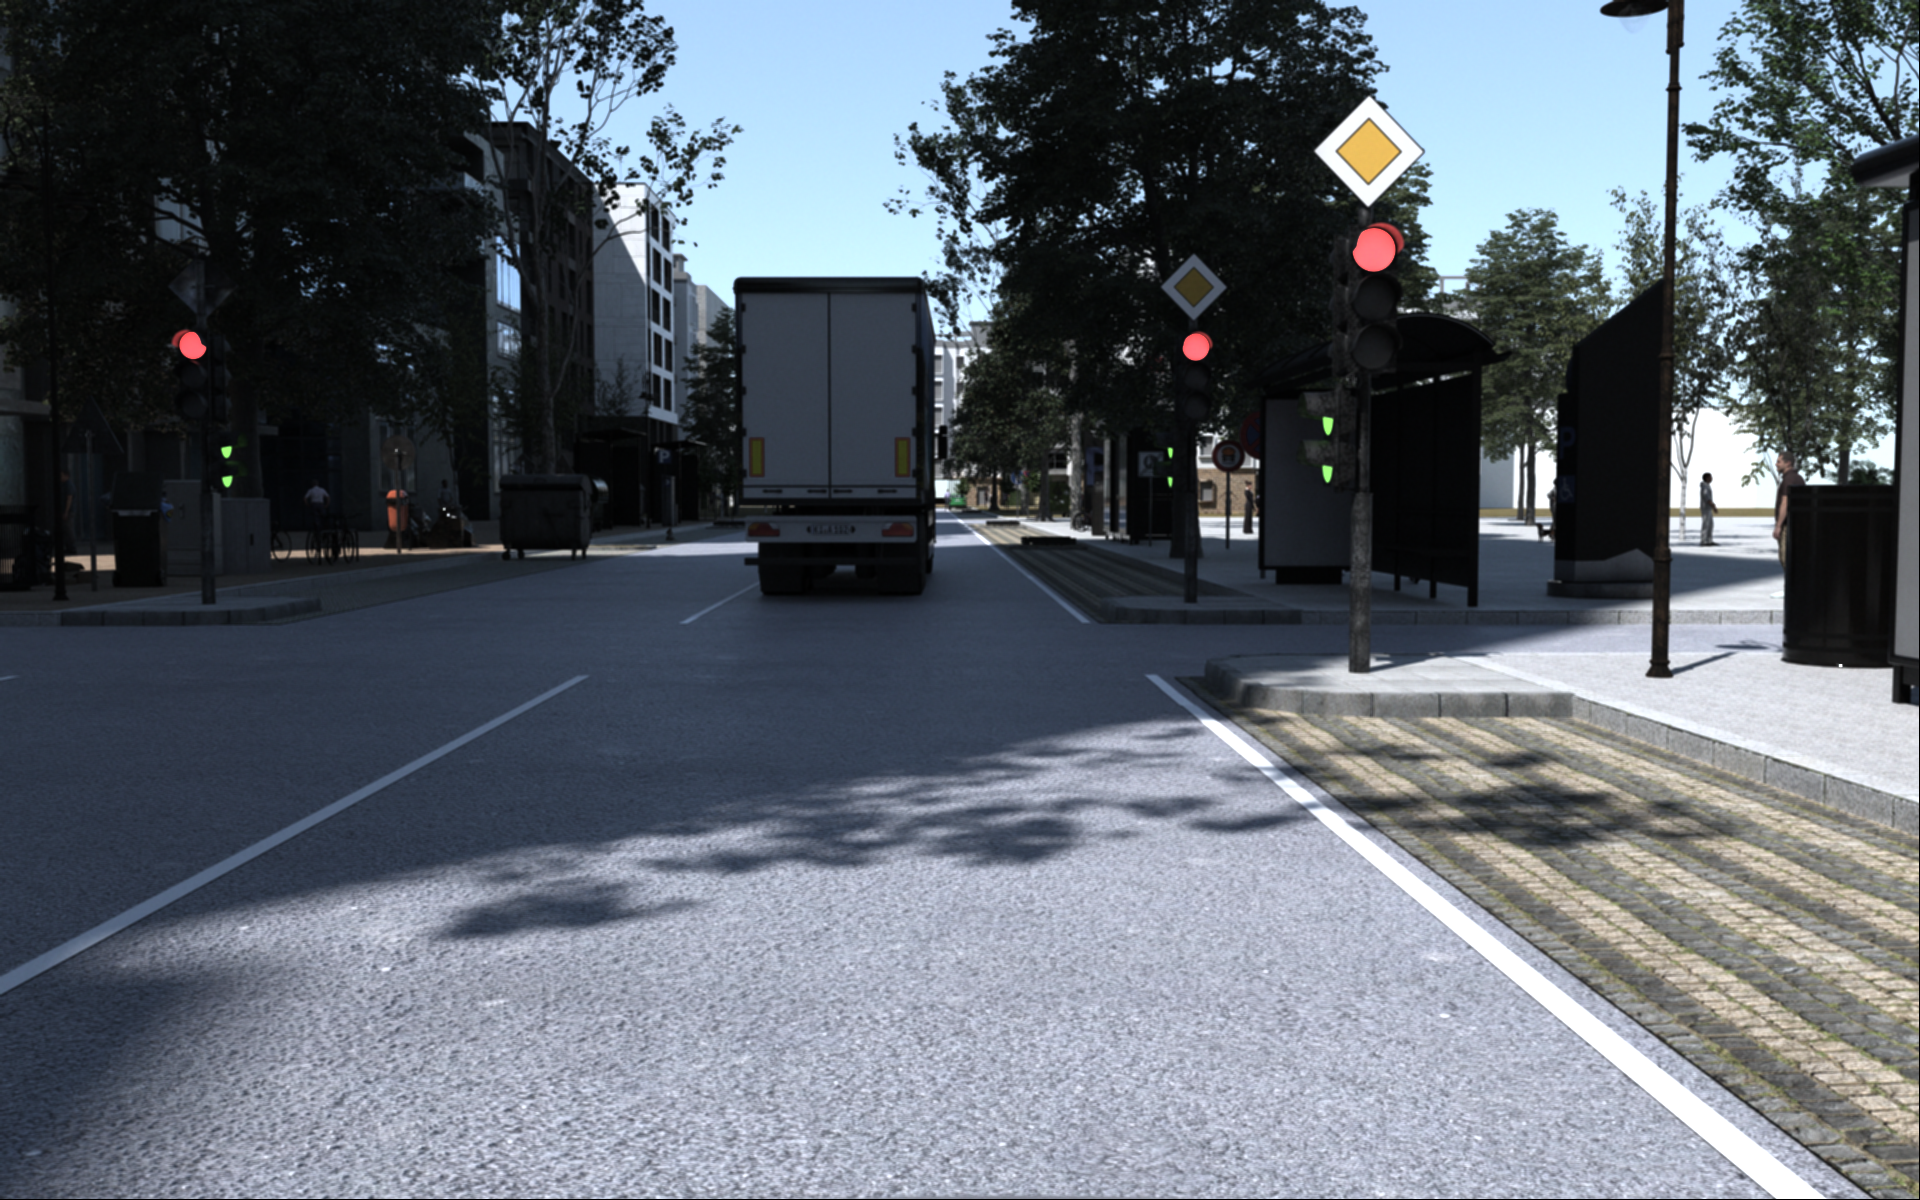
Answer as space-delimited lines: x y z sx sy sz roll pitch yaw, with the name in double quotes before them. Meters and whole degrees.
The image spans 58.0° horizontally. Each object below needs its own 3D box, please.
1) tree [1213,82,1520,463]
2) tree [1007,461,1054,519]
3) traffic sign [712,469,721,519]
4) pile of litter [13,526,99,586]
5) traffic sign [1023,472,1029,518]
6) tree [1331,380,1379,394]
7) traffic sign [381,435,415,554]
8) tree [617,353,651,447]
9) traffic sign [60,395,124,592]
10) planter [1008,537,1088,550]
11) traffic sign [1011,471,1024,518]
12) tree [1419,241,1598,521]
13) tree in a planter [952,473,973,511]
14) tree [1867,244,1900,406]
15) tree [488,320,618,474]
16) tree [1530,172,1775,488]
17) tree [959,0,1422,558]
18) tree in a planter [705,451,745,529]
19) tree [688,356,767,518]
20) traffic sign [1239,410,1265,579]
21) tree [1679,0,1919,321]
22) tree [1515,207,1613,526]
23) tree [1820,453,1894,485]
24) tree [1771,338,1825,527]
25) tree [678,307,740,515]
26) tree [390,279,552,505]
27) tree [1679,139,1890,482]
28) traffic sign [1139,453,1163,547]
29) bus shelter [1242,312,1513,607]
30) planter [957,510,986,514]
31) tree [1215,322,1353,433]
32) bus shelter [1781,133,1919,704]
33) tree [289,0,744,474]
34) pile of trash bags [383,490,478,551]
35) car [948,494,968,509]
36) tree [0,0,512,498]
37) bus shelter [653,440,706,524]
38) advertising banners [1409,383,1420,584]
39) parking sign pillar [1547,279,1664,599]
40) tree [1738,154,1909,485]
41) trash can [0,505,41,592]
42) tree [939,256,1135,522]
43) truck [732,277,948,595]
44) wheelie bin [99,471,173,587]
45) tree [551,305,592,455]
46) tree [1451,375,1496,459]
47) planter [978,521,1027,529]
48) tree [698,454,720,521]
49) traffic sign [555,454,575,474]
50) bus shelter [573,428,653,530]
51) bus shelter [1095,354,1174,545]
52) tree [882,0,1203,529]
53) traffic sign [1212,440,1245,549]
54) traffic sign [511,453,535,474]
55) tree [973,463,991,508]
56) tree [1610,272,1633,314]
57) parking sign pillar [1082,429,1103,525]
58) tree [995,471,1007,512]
"tree" 10.122 -7.939 47.933 7.486 12.596 7.792 0 3 0
"tree" 3.797 -5.801 89.448 1.663 3.219 1.824 0 3 0
"traffic sign" -12.240 -5.292 86.627 0.768 2.556 0.104 1 4 9
"pile of litter" -13.025 -0.673 24.975 1.176 0.858 1.719 0 4 -1
"traffic sign" 3.681 -5.714 93.528 0.768 2.556 0.104 0 4 6
"tree" 16.970 -7.794 77.786 4.360 8.622 3.978 0 3 0
"traffic sign" -12.107 -2.276 37.311 0.768 2.556 0.104 0 4 4
"tree" -18.318 -8.612 91.168 4.360 8.622 3.978 0 3 0
"traffic sign" -11.389 -1.389 22.714 0.884 2.594 0.081 0 4 7
"planter" 2.273 -1.480 45.330 1.991 0.319 1.994 0 4 -1
"traffic sign" 3.089 -5.665 92.730 0.768 2.556 0.104 0 4 5
"tree" 27.263 -10.586 83.445 12.009 13.543 11.850 0 3 0
"tree in a planter" 0.292 -9.289 149.101 1.991 3.239 1.994 0 4 -1
"tree" 28.914 -6.961 48.218 7.601 10.594 8.767 -1 4 -17
"tree" -17.279 -7.484 72.726 4.360 8.622 3.978 0 3 0
"tree" 15.700 -5.502 40.323 4.737 8.622 4.395 0 3 0
"tree" 4.592 -7.809 34.335 9.857 13.997 8.962 0 3 0
"tree in a planter" -9.445 -4.557 71.737 1.991 3.239 1.994 0 4 -1
"tree" -12.583 -8.697 92.566 4.360 8.622 3.978 0 3 0
"traffic sign" 4.592 -1.595 26.191 0.768 2.556 0.104 0 4 2
"tree" 15.204 -6.161 26.493 9.928 11.665 9.643 0 3 0
"tree" 22.584 -9.259 69.511 7.486 12.596 7.792 0 3 0
"tree" 54.362 -11.416 88.475 18.604 14.587 13.155 1 4 9
"tree" 31.196 -7.094 66.354 4.737 8.622 4.395 0 3 0
"tree" -13.107 -11.387 104.308 7.486 12.596 7.792 0 3 0
"tree" -17.074 -6.591 58.120 4.737 8.622 4.395 0 3 0
"tree" 16.819 -5.185 35.141 4.360 8.622 3.978 0 3 0
"traffic sign" 4.624 -2.441 42.041 0.606 2.300 0.079 0 4 1
"bus shelter" 5.087 -1.722 22.077 2.014 3.302 5.546 0 4 -1
"planter" 0.797 -6.184 122.251 1.991 0.319 1.994 0 4 -1
"tree" 17.241 -10.184 92.266 9.928 11.665 9.643 0 3 0
"bus shelter" 6.563 -1.922 9.065 2.179 5.291 8.768 0 4 -1
"tree" -12.228 -11.682 46.891 12.611 20.169 13.585 0 3 0
"pile of trash bags" -12.651 -1.891 40.669 1.912 1.369 3.447 0 4 2
"car" -0.232 -9.535 164.696 1.959 1.807 4.718 0 3 0
"tree" -12.339 -7.500 29.279 9.857 13.997 8.962 0 3 0
"bus shelter" -12.667 -5.302 77.973 1.731 3.624 6.357 0 4 -1
"advertising banners" 6.704 -1.798 25.581 0.090 3.025 2.074 1 4 11
"parking sign pillar" 8.145 -2.031 21.679 1.447 3.967 1.447 -1 4 -18
"tree" 29.943 -8.546 57.857 7.486 12.596 7.792 0 3 0
"trash can" -12.560 -0.688 22.901 0.748 1.137 0.748 0 3 0
"tree" 4.030 -9.980 80.188 9.611 12.733 9.660 0 3 0
"truck" -1.667 -2.389 27.972 2.839 4.237 11.283 0 4 0
"wheelie bin" -11.389 -0.985 24.012 0.980 1.594 0.693 -1 4 -12
"tree" -16.592 -7.198 68.051 4.737 8.622 4.395 0 3 0
"tree" 26.932 -8.655 91.878 4.737 8.622 4.395 0 3 0
"planter" 1.754 -3.132 72.351 1.991 0.319 1.994 0 4 -1
"tree" -12.414 -5.464 83.941 1.663 3.219 1.824 0 3 0
"traffic sign" -12.876 -3.436 56.179 0.884 2.594 0.081 0 4 1
"bus shelter" -13.010 -4.504 64.931 1.731 3.624 6.357 0 4 -1
"bus shelter" 4.952 -4.274 47.515 2.179 5.291 8.768 0 4 -1
"tree" 3.613 -12.599 61.878 12.611 20.169 13.585 0 3 0
"traffic sign" 6.278 -2.473 40.547 0.768 2.556 0.104 1 4 8
"traffic sign" -13.938 -3.396 55.262 0.795 2.593 0.064 0 4 5
"tree" 2.428 -12.558 155.680 4.360 8.622 3.978 0 3 0
"tree" 20.077 -5.983 48.189 4.360 8.622 3.978 0 3 0
"parking sign pillar" 5.797 -5.102 71.894 1.447 3.967 1.447 0 4 -5
"tree" 3.514 -8.041 126.070 1.663 3.219 1.824 0 3 0
